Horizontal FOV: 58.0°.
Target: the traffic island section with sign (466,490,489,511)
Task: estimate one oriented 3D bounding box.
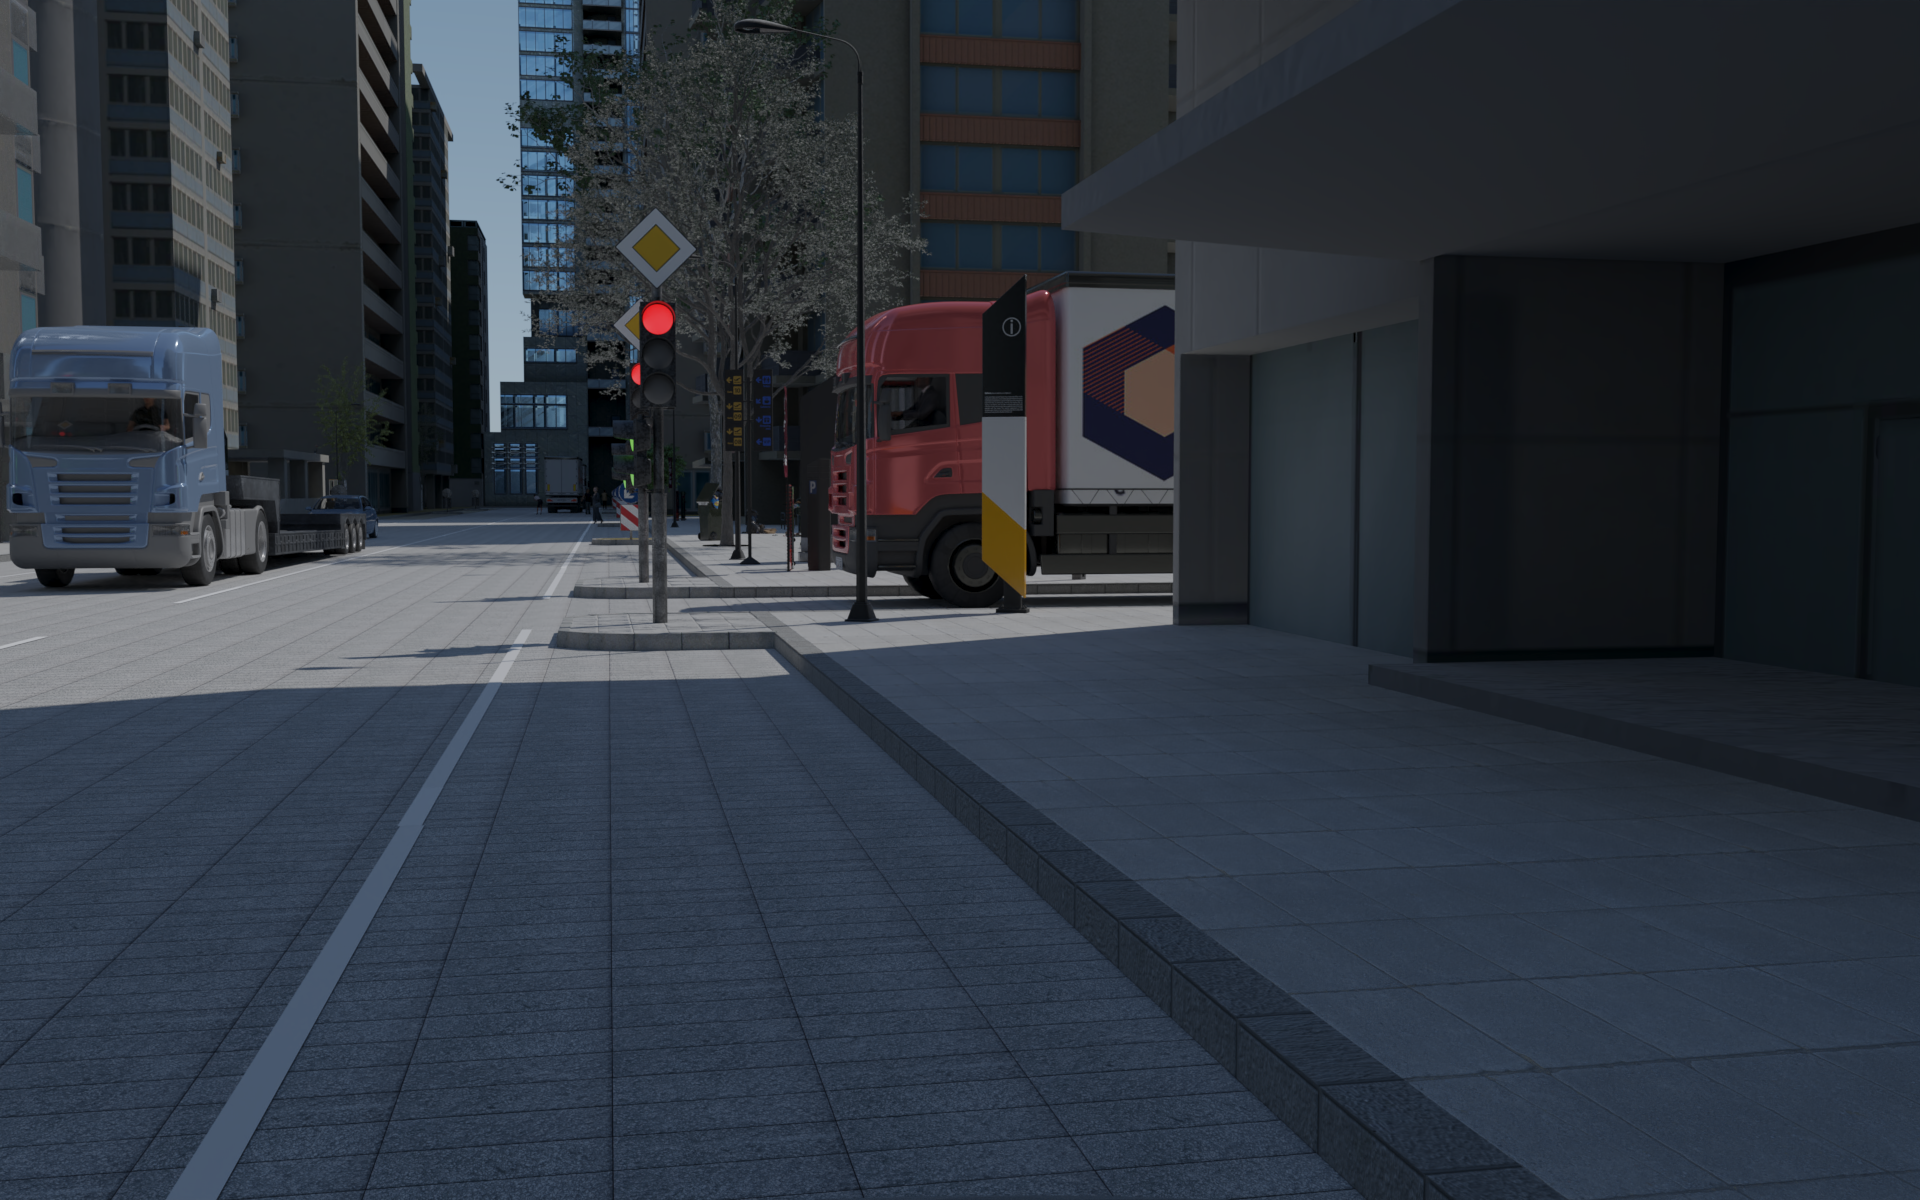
[{"bbox_3d":[-41.792,-8.622,149.595,1.989,1.847,2.006,-1,4,-11],"label":"traffic island section with sign"}]

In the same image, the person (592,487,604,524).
[{"bbox_3d":[-17.537,-4.568,83.613,0.576,1.772,0.534,2,4,35],"label":"person"}]

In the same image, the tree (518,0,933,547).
[{"bbox_3d":[-5.604,-8.056,42.091,12.009,13.543,11.850,0,3,0],"label":"tree"}]

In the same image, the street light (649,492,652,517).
[{"bbox_3d":[-11.489,-5.732,66.266,1.470,5.913,1.316,-1,4,-11],"label":"street light"}]

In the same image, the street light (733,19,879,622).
[{"bbox_3d":[-1.524,-2.733,17.226,1.470,5.913,1.316,-1,4,-11],"label":"street light"}]

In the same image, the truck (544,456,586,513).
[{"bbox_3d":[-30.621,-8.899,134.407,2.839,4.237,11.283,-1,4,-10],"label":"truck"}]

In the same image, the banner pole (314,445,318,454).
[{"bbox_3d":[-32.629,-5.981,87.814,0.401,3.779,0.863,-1,4,-8],"label":"banner pole"}]

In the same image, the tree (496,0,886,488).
[{"bbox_3d":[-8.931,-12.327,57.434,12.611,20.169,13.585,0,3,0],"label":"tree"}]

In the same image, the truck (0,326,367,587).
[{"bbox_3d":[-14.213,-2.684,33.637,2.967,4.110,18.799,-1,4,-11],"label":"truck"}]

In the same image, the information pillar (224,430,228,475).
[{"bbox_3d":[-25.370,-4.185,59.782,0.183,3.616,0.504,0,4,-6],"label":"information pillar"}]

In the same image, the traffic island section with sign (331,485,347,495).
[{"bbox_3d":[-26.354,-3.969,73.521,1.989,1.847,2.006,-1,4,-11],"label":"traffic island section with sign"}]

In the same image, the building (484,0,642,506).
[{"bbox_3d":[-36.208,-53.701,190.679,31.000,86.520,22.319,-1,4,-11],"label":"building"}]

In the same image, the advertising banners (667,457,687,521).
[{"bbox_3d":[-13.545,-5.298,82.808,0.090,3.025,2.074,1,4,15],"label":"advertising banners"}]

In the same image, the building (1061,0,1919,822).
[{"bbox_3d":[15.379,-25.470,5.666,28.713,52.752,27.495,-1,4,-11],"label":"building"}]

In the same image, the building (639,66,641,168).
[{"bbox_3d":[-15.343,-36.628,140.868,21.231,58.520,28.212,-1,4,-11],"label":"building"}]

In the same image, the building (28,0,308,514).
[{"bbox_3d":[-42.985,-23.004,67.993,32.217,40.220,23.993,-1,4,-11],"label":"building"}]

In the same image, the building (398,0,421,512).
[{"bbox_3d":[-46.624,-26.856,122.697,14.154,41.232,14.086,-1,4,-11],"label":"building"}]

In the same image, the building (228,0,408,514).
[{"bbox_3d":[-45.882,-29.374,103.969,21.300,48.544,21.600,-1,4,-11],"label":"building"}]

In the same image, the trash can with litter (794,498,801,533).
[{"bbox_3d":[-5.015,-2.778,56.805,0.624,1.170,1.055,2,4,23],"label":"trash can with litter"}]

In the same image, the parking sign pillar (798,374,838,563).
[{"bbox_3d":[-2.373,-2.721,32.956,1.447,3.967,1.447,0,4,0],"label":"parking sign pillar"}]

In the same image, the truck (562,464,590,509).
[{"bbox_3d":[-36.727,-10.731,164.360,2.839,4.237,11.283,-1,4,-11],"label":"truck"}]

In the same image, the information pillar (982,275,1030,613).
[{"bbox_3d":[0.491,-1.669,18.648,0.504,3.616,0.183,1,4,13],"label":"information pillar"}]

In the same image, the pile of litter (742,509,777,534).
[{"bbox_3d":[-6.528,-2.589,56.291,1.176,0.858,1.719,0,4,-3],"label":"pile of litter"}]

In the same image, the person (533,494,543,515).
[{"bbox_3d":[-29.422,-6.665,120.661,0.799,1.438,0.628,0,4,3],"label":"person"}]

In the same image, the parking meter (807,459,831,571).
[{"bbox_3d":[-2.365,-1.425,29.013,0.255,1.863,0.399,-3,4,-38],"label":"parking meter"}]

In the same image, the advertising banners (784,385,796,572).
[{"bbox_3d":[-2.848,-1.997,28.837,0.090,3.025,2.074,0,4,-2],"label":"advertising banners"}]

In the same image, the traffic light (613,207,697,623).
[{"bbox_3d":[-3.006,-1.726,17.140,0.839,4.253,0.868,-1,4,-11],"label":"traffic light"}]

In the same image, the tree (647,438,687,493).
[{"bbox_3d":[-16.759,-6.865,95.954,4.285,4.588,4.351,0,3,0],"label":"tree"}]

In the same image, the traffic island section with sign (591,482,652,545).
[{"bbox_3d":[-9.496,-2.492,49.374,1.989,1.847,2.006,-1,4,-11],"label":"traffic island section with sign"}]

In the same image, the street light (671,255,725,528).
[{"bbox_3d":[-4.876,-3.736,33.623,1.470,5.913,1.316,-1,4,-11],"label":"street light"}]

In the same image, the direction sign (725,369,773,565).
[{"bbox_3d":[-3.838,-2.418,31.538,0.876,3.537,0.379,0,4,6],"label":"direction sign"}]

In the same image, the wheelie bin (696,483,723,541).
[{"bbox_3d":[-6.838,-2.439,47.779,0.693,1.594,0.980,-3,5,-42],"label":"wheelie bin"}]

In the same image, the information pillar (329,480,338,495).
[{"bbox_3d":[-31.639,-5.077,87.502,0.304,2.012,0.304,1,4,22],"label":"information pillar"}]

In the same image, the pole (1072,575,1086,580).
[{"bbox_3d":[1.786,-1.961,25.907,0.158,3.312,0.155,0,3,0],"label":"pole"}]

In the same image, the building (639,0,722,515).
[{"bbox_3d":[-10.472,-30.145,116.568,21.300,48.544,21.600,-1,4,-11],"label":"building"}]

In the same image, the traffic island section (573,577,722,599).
[{"bbox_3d":[-4.554,-0.172,25.088,2.009,0.180,2.903,-1,4,-11],"label":"traffic island section"}]

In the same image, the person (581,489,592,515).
[{"bbox_3d":[-26.088,-6.913,121.543,0.705,1.822,1.348,3,4,37],"label":"person"}]

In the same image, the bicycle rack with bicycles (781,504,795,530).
[{"bbox_3d":[-5.475,-3.061,63.434,2.852,0.926,2.925,-1,4,-8],"label":"bicycle rack with bicycles"}]

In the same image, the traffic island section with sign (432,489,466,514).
[{"bbox_3d":[-36.435,-7.006,123.175,1.989,1.847,2.006,-1,4,-11],"label":"traffic island section with sign"}]

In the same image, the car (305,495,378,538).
[{"bbox_3d":[-19.642,-2.631,55.025,2.014,1.417,4.499,-1,4,-10],"label":"car"}]

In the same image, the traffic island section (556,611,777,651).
[{"bbox_3d":[-2.965,0.307,17.262,2.009,0.180,2.903,-1,4,-11],"label":"traffic island section"}]

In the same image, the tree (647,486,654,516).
[{"bbox_3d":[-18.182,-6.552,101.730,1.663,3.219,1.824,0,3,0],"label":"tree"}]

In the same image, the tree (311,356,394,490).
[{"bbox_3d":[-33.094,-8.761,93.600,4.737,8.622,4.395,0,3,0],"label":"tree"}]

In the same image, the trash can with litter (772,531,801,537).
[{"bbox_3d":[-4.735,-2.535,52.510,2.233,1.210,1.678,3,5,41],"label":"trash can with litter"}]

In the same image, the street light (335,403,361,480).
[{"bbox_3d":[-31.339,-7.104,88.696,1.470,5.913,1.316,-1,4,-11],"label":"street light"}]

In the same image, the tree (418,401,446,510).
[{"bbox_3d":[-42.524,-11.347,135.888,4.360,8.622,3.978,0,3,0],"label":"tree"}]

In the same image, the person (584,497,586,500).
[{"bbox_3d":[-33.212,-8.910,154.180,0.705,1.824,1.348,-2,4,-29],"label":"person"}]

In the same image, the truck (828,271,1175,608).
[{"bbox_3d":[3.266,-2.112,23.443,11.283,4.237,2.839,-1,4,-13],"label":"truck"}]

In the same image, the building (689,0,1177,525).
[{"bbox_3d":[-1.138,-26.054,80.606,22.147,44.769,28.867,-1,4,-11],"label":"building"}]

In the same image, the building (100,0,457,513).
[{"bbox_3d":[-57.452,-28.181,152.633,23.993,40.220,32.217,-1,4,-11],"label":"building"}]

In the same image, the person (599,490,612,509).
[{"bbox_3d":[-31.996,-9.018,156.041,1.348,1.812,0.705,1,4,12],"label":"person"}]

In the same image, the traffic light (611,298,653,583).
[{"bbox_3d":[-4.595,-2.205,24.966,0.839,4.253,0.868,-1,4,-11],"label":"traffic light"}]

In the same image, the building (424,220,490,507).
[{"bbox_3d":[-57.346,-25.166,183.158,14.107,30.474,14.160,-1,4,-11],"label":"building"}]

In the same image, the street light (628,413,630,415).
[{"bbox_3d":[-18.198,-7.728,98.890,1.470,5.913,1.316,-1,4,-11],"label":"street light"}]

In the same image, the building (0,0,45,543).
[{"bbox_3d":[-33.131,-25.335,33.844,23.786,49.044,30.456,-1,4,-11],"label":"building"}]
